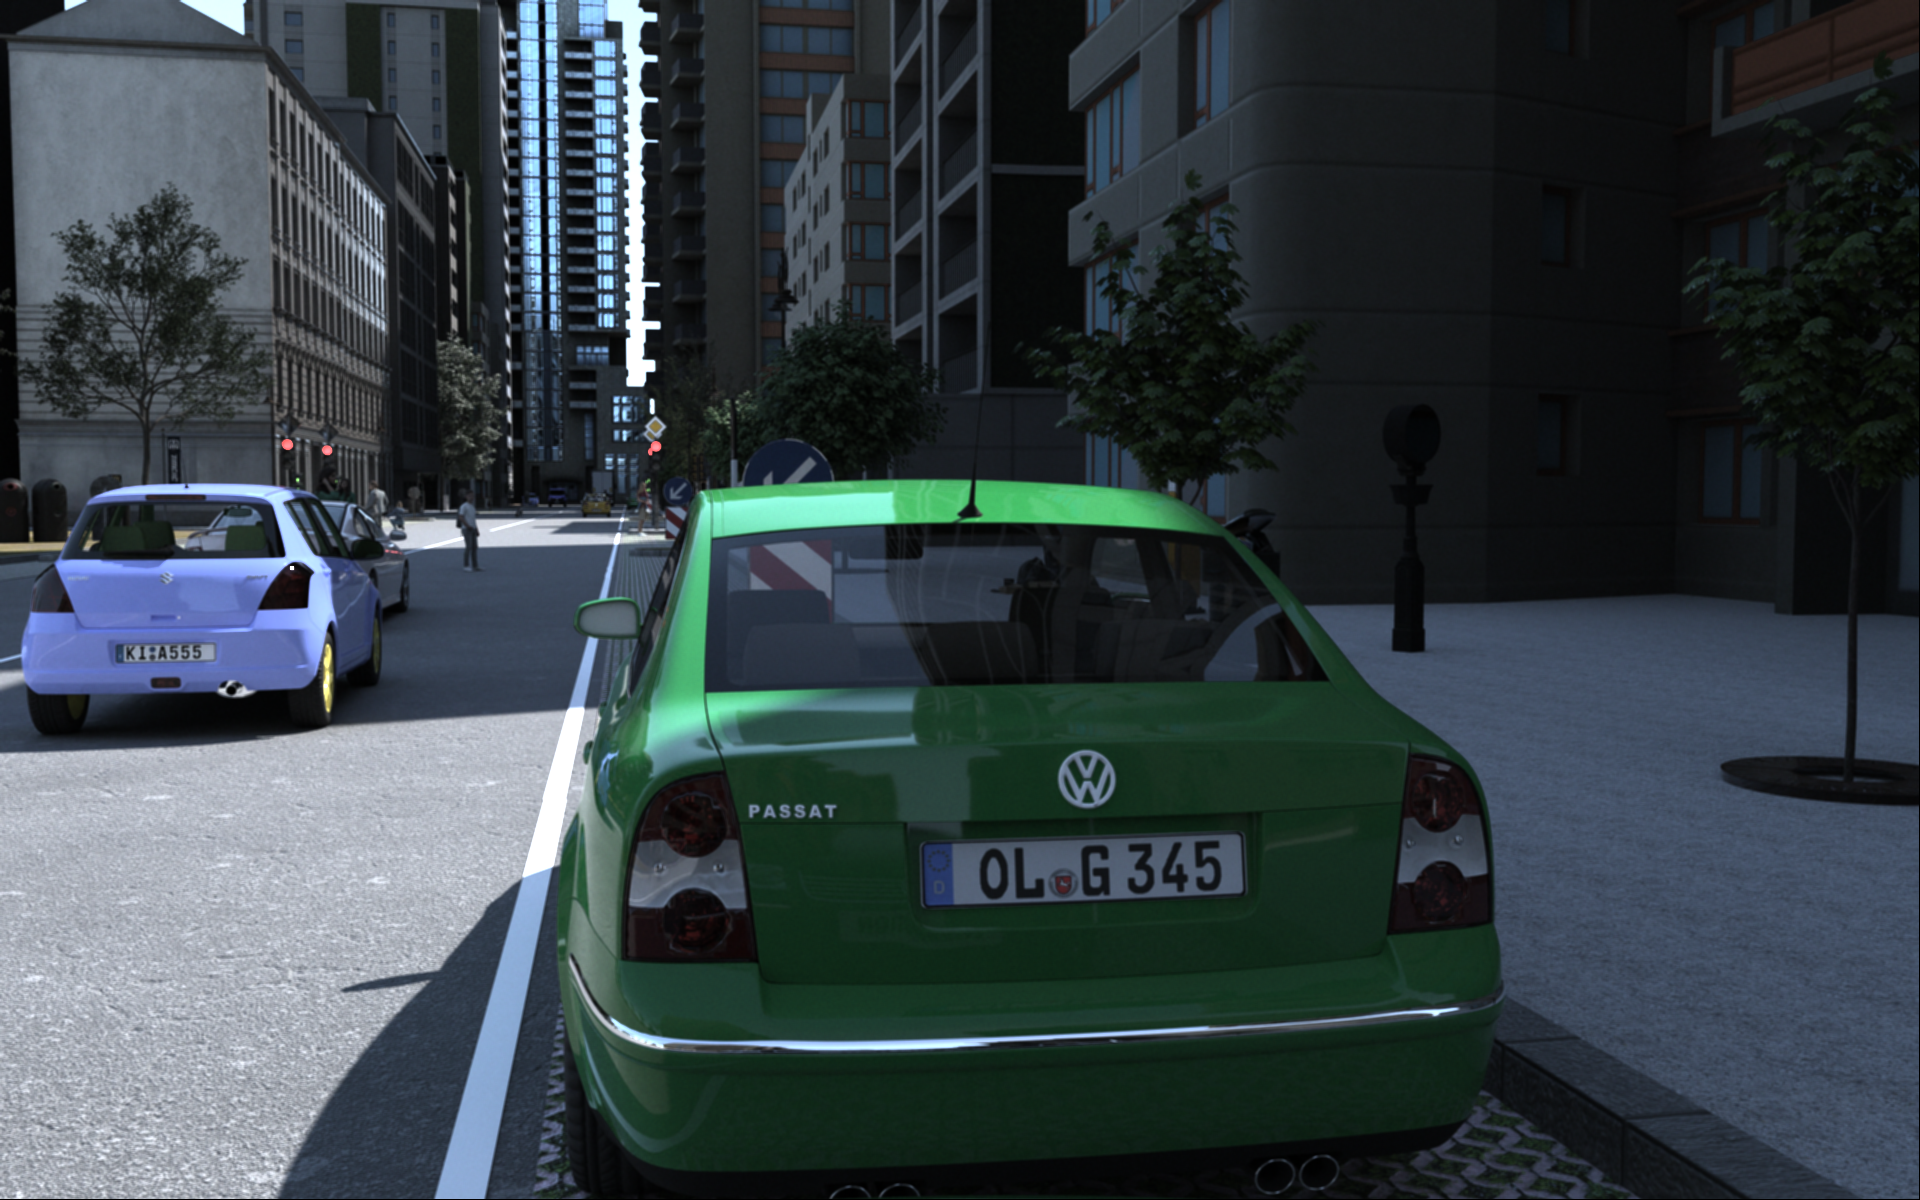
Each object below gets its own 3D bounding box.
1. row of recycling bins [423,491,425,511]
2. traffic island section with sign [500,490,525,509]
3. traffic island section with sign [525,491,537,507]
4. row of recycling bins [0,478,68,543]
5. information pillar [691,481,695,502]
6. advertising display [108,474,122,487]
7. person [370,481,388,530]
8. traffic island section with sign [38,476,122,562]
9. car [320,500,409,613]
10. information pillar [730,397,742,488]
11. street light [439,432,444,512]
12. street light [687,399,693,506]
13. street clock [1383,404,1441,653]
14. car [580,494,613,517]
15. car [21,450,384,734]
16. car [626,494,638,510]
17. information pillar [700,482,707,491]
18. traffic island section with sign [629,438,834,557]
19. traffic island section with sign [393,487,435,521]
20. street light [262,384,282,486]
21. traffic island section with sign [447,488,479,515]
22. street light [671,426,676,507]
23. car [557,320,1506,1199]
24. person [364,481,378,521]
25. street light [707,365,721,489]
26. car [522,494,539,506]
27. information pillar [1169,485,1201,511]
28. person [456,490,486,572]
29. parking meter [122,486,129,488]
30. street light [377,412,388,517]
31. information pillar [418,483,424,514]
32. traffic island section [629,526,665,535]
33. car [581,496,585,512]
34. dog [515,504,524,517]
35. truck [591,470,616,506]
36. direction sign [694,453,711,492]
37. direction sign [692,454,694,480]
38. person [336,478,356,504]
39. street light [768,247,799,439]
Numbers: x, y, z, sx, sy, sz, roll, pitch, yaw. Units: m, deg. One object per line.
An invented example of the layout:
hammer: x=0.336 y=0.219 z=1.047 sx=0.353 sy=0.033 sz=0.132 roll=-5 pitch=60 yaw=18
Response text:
row of recycling bins: x=-41.740 y=-7.460 z=129.078 sx=3.534 sy=1.692 sz=1.069 roll=-1 pitch=4 yaw=-18
traffic island section with sign: x=-43.522 y=-9.746 z=167.982 sx=1.989 sy=1.847 sz=2.006 roll=-1 pitch=4 yaw=-11
traffic island section with sign: x=-48.600 y=-11.366 z=194.457 sx=1.989 sy=1.847 sz=2.006 roll=-1 pitch=4 yaw=-11
row of recycling bins: x=-25.485 y=-2.352 z=45.571 sx=3.534 sy=1.692 sz=1.069 roll=-2 pitch=4 yaw=-35
information pillar: x=-14.566 y=-5.484 z=94.159 sx=0.304 sy=2.012 sz=0.304 roll=-1 pitch=4 yaw=-12
advertising display: x=-27.973 y=-3.190 z=57.366 sx=0.123 sy=1.923 sz=0.974 roll=-1 pitch=4 yaw=-8
person: x=-17.304 y=-2.620 z=51.438 sx=0.391 sy=1.810 sz=0.635 roll=1 pitch=4 yaw=18
traffic island section with sign: x=-18.500 y=-1.756 z=37.332 sx=1.989 sy=1.847 sz=2.006 roll=-1 pitch=4 yaw=-11
car: x=-7.350 y=-0.432 z=19.419 sx=2.083 sy=1.381 sz=4.827 roll=-1 pitch=4 yaw=-11
information pillar: x=-5.458 y=-3.088 z=41.840 sx=0.183 sy=3.616 sz=0.504 roll=-1 pitch=4 yaw=-17
street light: x=-38.001 y=-9.418 z=126.764 sx=0.468 sy=5.910 sz=1.993 roll=-1 pitch=4 yaw=-11
street light: x=-13.198 y=-6.841 z=84.636 sx=0.468 sy=5.910 sz=1.993 roll=-1 pitch=4 yaw=-11
street clock: x=3.661 y=-0.582 z=14.079 sx=0.471 sy=2.002 sz=0.358 roll=-3 pitch=4 yaw=-39
car: x=-22.706 y=-5.995 z=108.239 sx=2.015 sy=1.641 sz=3.980 roll=-1 pitch=4 yaw=-12
car: x=-4.968 y=-0.133 z=11.760 sx=1.945 sy=1.707 sz=3.694 roll=-1 pitch=4 yaw=-12
car: x=-29.379 y=-9.102 z=157.605 sx=1.959 sy=1.807 sz=4.718 roll=-1 pitch=4 yaw=-12
information pillar: x=-15.148 y=-5.980 z=102.266 sx=0.304 sy=2.012 sz=0.304 roll=1 pitch=4 yaw=10
traffic island section with sign: x=-1.468 y=-0.275 z=13.128 sx=1.989 sy=1.847 sz=2.006 roll=-1 pitch=4 yaw=-11
traffic island section with sign: x=-28.973 y=-5.101 z=92.021 sx=1.989 sy=1.847 sz=2.006 roll=-1 pitch=4 yaw=-11
street light: x=-26.901 y=-5.813 z=67.824 sx=0.468 sy=5.910 sz=1.993 roll=-1 pitch=4 yaw=-11
traffic island section with sign: x=-34.172 y=-6.760 z=119.151 sx=1.989 sy=1.847 sz=2.006 roll=-1 pitch=4 yaw=-11
street light: x=-18.875 y=-8.664 z=114.443 sx=0.468 sy=5.910 sz=1.993 roll=-1 pitch=4 yaw=-11
car: x=-0.156 y=0.230 z=5.029 sx=1.959 sy=1.807 sz=4.718 roll=-1 pitch=4 yaw=-9
person: x=-16.026 y=-2.333 z=46.921 sx=0.573 sy=1.790 sz=0.520 roll=-2 pitch=4 yaw=-29
street light: x=-8.794 y=-5.456 z=61.994 sx=0.468 sy=5.910 sz=1.993 roll=-1 pitch=4 yaw=-11
car: x=-50.945 y=-11.980 z=205.462 sx=1.945 sy=1.707 sz=3.694 roll=-1 pitch=4 yaw=-11
information pillar: x=2.402 y=-1.654 z=18.403 sx=0.183 sy=3.616 sz=0.504 roll=3 pitch=5 yaw=43
person: x=-9.079 y=-1.286 z=32.128 sx=0.523 sy=1.515 sz=0.503 roll=-1 pitch=4 yaw=-15
parking meter: x=-25.183 y=-2.673 z=52.119 sx=0.372 sy=1.533 sz=0.369 roll=0 pitch=3 yaw=0
street light: x=-32.477 y=-7.623 z=97.422 sx=0.468 sy=5.910 sz=1.993 roll=-1 pitch=4 yaw=-11
information pillar: x=-34.217 y=-6.448 z=109.918 sx=0.304 sy=2.012 sz=0.304 roll=-1 pitch=4 yaw=-18
traffic island section: x=-10.868 y=-2.442 z=62.201 sx=2.009 sy=0.180 sz=2.903 roll=-1 pitch=4 yaw=-11
car: x=-29.507 y=-7.793 z=139.414 sx=2.014 sy=1.417 sz=4.499 roll=-1 pitch=4 yaw=-9
dog: x=-27.665 y=-5.594 z=108.297 sx=0.800 sy=0.831 sz=0.513 roll=0 pitch=4 yaw=-8
truck: x=-41.921 y=-13.135 z=203.677 sx=2.839 sy=4.237 sz=11.283 roll=-1 pitch=4 yaw=-10
direction sign: x=-14.272 y=-6.414 z=96.860 sx=0.379 sy=3.537 sz=0.876 roll=3 pitch=4 yaw=38
direction sign: x=-14.929 y=-6.535 z=98.846 sx=0.876 sy=3.537 sz=0.379 roll=2 pitch=4 yaw=25
person: x=-14.163 y=-1.907 z=39.934 sx=0.600 sy=1.795 sz=0.529 roll=-1 pitch=4 yaw=-15
street light: x=-3.323 y=-3.661 z=32.642 sx=0.468 sy=5.910 sz=1.993 roll=-1 pitch=4 yaw=-11
